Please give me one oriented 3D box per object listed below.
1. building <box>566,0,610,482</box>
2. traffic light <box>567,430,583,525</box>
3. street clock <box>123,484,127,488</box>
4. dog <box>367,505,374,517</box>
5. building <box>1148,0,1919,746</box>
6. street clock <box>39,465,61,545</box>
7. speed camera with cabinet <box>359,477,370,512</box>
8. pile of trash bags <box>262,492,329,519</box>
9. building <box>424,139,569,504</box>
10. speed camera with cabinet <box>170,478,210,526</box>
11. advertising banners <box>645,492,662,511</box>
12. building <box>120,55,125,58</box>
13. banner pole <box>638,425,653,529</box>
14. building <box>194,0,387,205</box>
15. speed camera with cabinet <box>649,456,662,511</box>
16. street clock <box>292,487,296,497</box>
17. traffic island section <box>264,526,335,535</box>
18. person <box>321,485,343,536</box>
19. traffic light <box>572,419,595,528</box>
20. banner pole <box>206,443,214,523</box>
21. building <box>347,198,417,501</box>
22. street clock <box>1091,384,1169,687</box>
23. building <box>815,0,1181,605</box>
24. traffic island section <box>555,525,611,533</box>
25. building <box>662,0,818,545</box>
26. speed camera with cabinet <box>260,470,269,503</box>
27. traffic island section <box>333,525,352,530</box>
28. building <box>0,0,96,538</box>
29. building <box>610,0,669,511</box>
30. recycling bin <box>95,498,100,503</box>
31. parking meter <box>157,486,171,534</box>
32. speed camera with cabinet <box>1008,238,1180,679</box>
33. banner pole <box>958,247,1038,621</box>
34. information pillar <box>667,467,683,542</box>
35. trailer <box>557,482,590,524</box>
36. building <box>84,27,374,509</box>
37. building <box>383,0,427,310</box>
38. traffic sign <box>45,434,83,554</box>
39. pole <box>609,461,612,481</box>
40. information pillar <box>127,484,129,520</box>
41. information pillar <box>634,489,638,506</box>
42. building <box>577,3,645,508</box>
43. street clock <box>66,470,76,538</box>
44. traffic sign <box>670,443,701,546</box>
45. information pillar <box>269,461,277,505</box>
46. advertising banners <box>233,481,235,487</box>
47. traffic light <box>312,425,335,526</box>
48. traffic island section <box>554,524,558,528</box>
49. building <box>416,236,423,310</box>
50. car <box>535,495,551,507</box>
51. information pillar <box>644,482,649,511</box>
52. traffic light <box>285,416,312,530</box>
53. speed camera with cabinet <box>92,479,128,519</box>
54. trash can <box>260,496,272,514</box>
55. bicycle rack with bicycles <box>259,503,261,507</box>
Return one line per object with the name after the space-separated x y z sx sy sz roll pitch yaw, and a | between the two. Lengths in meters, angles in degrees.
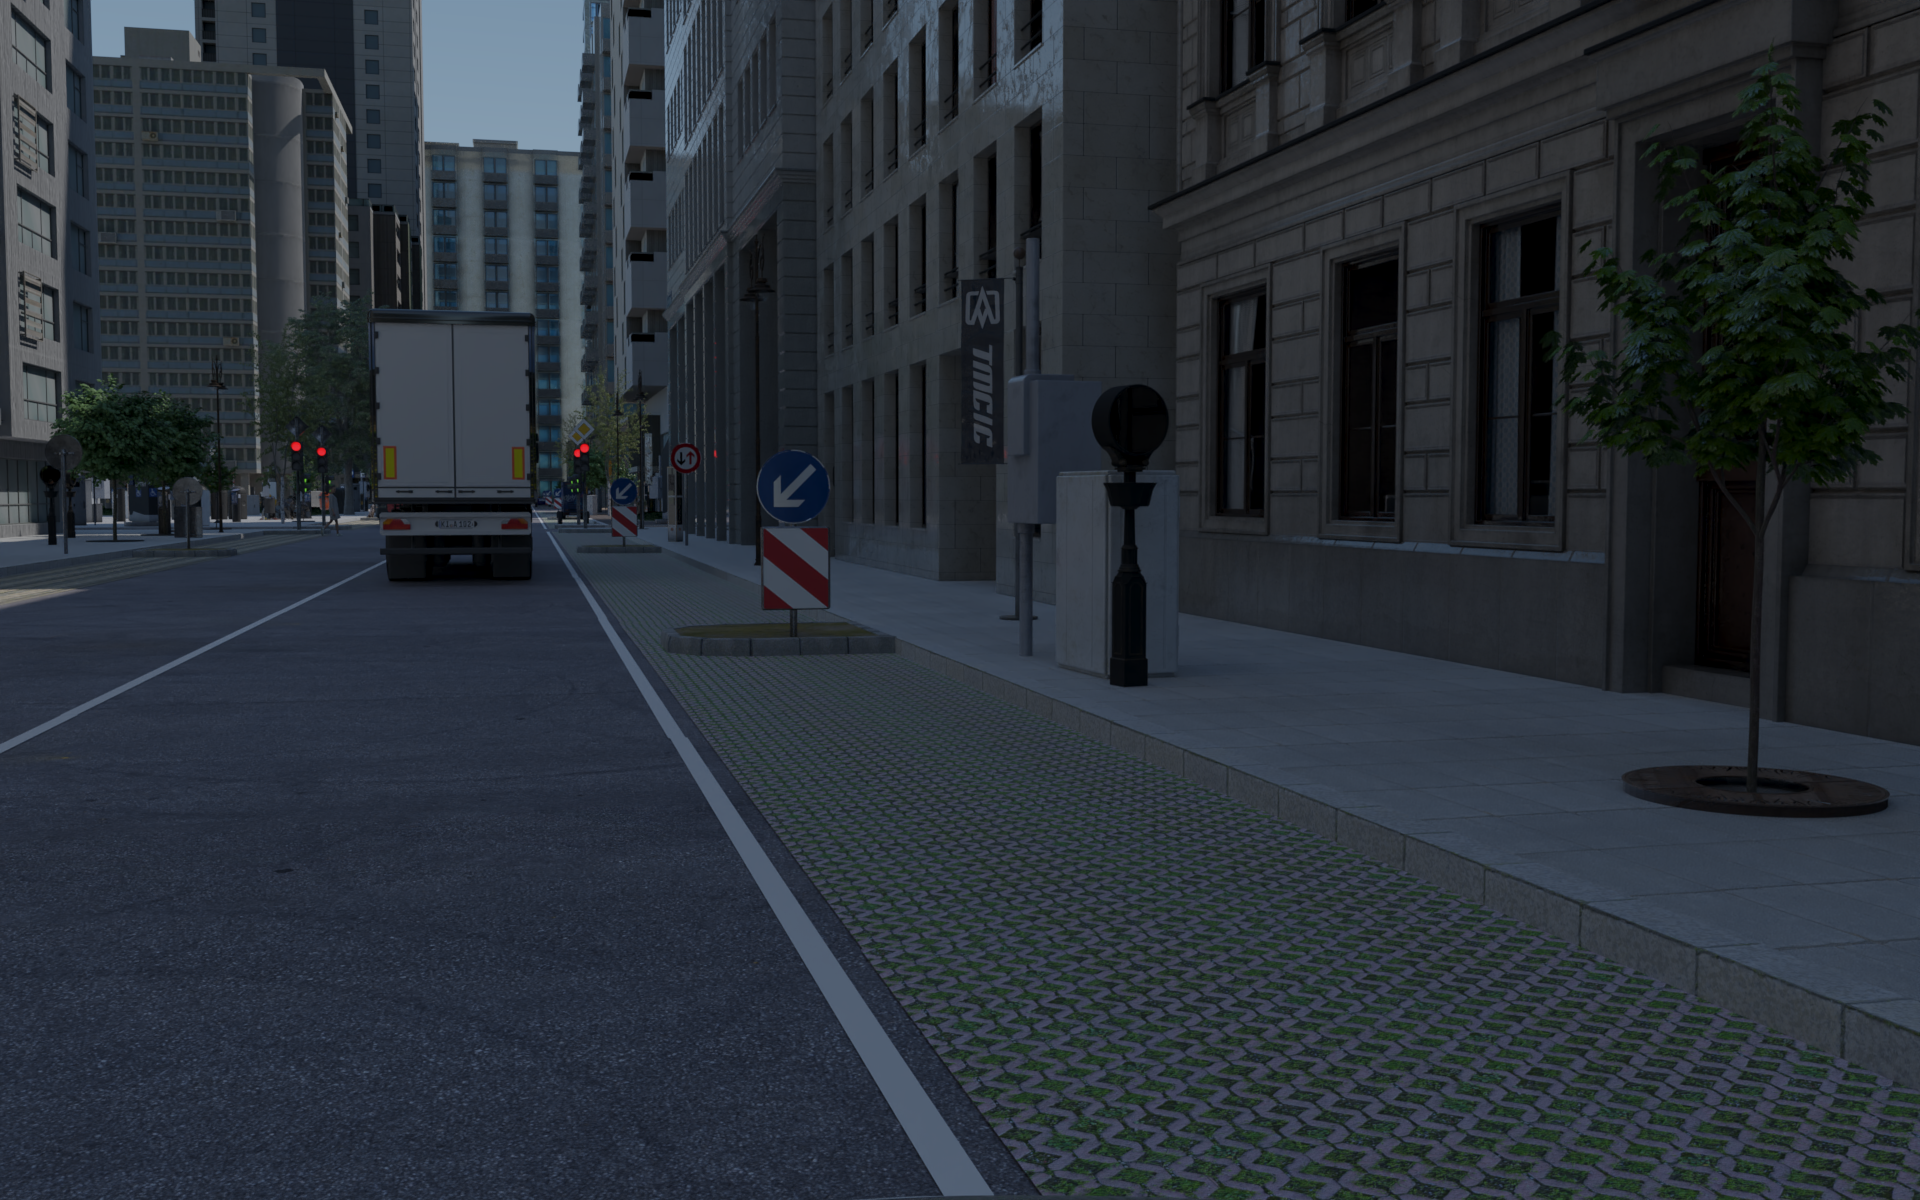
-35.232 -54.554 204.635 22.319 86.520 31.000 -1 4 -14 | building
-15.947 -5.096 72.240 0.839 4.253 0.868 -1 4 -14 | traffic light
-58.868 -7.204 122.354 0.358 2.002 0.471 1 4 20 | street clock
-33.366 -4.982 98.296 0.513 0.831 0.800 0 4 -5 | dog
9.006 -8.958 11.094 10.561 19.102 19.286 -1 4 -14 | building
-22.849 -2.384 43.549 0.471 2.002 0.358 -2 4 -24 | street clock
-43.448 -8.028 125.594 0.660 3.252 2.038 0 4 2 | speed camera with cabinet
-34.497 -4.930 90.349 1.912 1.369 3.447 3 5 43 | pile of trash bags
-63.181 -37.747 236.778 30.456 49.044 23.786 -1 4 -14 | building
-30.551 -4.544 68.627 0.660 3.252 2.038 0 4 6 | speed camera with cabinet
-15.793 -5.900 92.659 2.074 3.025 0.090 -1 4 -20 | advertising banners
-93.490 -34.986 195.714 21.600 48.544 21.300 -1 4 -14 | building
-11.395 -4.458 62.898 0.401 3.779 0.863 -3 5 -44 | banner pole
-87.417 -48.290 227.796 20.611 71.187 20.563 -1 4 -14 | building
-15.282 -5.834 89.716 0.660 3.252 2.038 2 4 25 | speed camera with cabinet
-52.689 -8.121 137.342 0.471 2.002 0.358 -1 4 -12 | street clock
-23.745 -2.440 62.170 2.009 0.180 2.903 -1 4 -14 | traffic island section
-21.376 -3.040 58.955 0.466 1.731 0.760 2 4 35 | person
-13.998 -4.622 64.496 0.839 4.253 0.868 -1 4 -14 | traffic light
-33.831 -5.397 78.250 0.401 3.779 0.863 1 4 12 | banner pole
-61.519 -24.382 170.340 14.160 30.474 14.107 -1 4 -14 | building
1.131 -0.427 11.552 0.471 2.002 0.358 -2 4 -26 | street clock
4.139 -10.625 28.466 10.420 20.320 16.860 -1 4 -14 | building
-13.956 -2.590 64.620 2.009 0.180 2.903 -1 4 -14 | traffic island section
-2.008 -16.707 50.649 11.434 29.767 29.804 -1 4 -14 | building
-52.841 -8.403 131.730 0.660 3.252 2.038 -2 4 -27 | speed camera with cabinet
-25.694 -2.913 69.914 2.009 0.180 2.903 -1 4 -14 | traffic island section
-34.795 -22.544 52.188 14.086 41.232 14.154 -1 4 -14 | building
-11.813 -33.069 129.909 28.713 52.752 27.495 -1 4 -14 | building
-64.879 -7.157 129.578 0.722 1.027 0.722 1 4 12 | recycling bin
-25.662 -2.902 55.855 0.372 1.533 0.369 0 3 0 | parking meter
0.959 -1.136 12.907 0.660 3.252 2.038 -1 4 -18 | speed camera with cabinet
0.384 -1.695 17.723 0.863 3.779 0.401 1 4 19 | banner pole
-7.655 -2.573 46.559 0.304 2.012 0.304 2 4 29 | information pillar
-18.293 -4.567 81.711 1.471 1.999 3.904 -1 4 -15 | trailer
-66.195 -27.974 149.255 32.217 40.220 23.993 -1 4 -14 | building
-73.241 -46.653 201.030 20.611 71.187 20.563 -1 4 -14 | building
-19.160 -2.259 37.045 0.768 2.556 0.104 0 4 -6 | traffic sign
-21.309 -6.832 105.548 0.158 3.312 0.155 0 3 0 | pole
-39.958 -4.836 83.557 0.304 2.012 0.304 -1 4 -13 | information pillar
-27.266 -8.641 145.774 0.304 2.012 0.304 -2 4 -25 | information pillar
-26.940 -33.996 175.449 23.786 49.044 30.456 -1 4 -14 | building
-25.961 -2.811 50.530 0.358 2.002 0.471 0 4 -7 | street clock
-6.805 -2.627 43.057 0.768 2.556 0.104 0 4 -6 | traffic sign
-46.739 -7.736 117.832 0.504 3.616 0.183 0 4 5 | information pillar
-57.480 -8.591 136.647 0.090 3.025 2.074 -2 4 -35 | advertising banners
-25.653 -4.946 69.789 0.839 4.253 0.868 -1 4 -14 | traffic light
-15.906 -3.063 72.364 2.009 0.180 2.903 -1 4 -14 | traffic island section
-64.833 -25.256 184.640 14.160 30.474 14.107 -1 4 -14 | building
-45.721 -10.841 189.826 1.945 1.354 3.894 -1 4 -14 | car
-19.046 -6.179 105.511 0.304 2.012 0.304 1 4 14 | information pillar
-23.703 -4.472 62.045 0.839 4.253 0.868 -1 4 -14 | traffic light
-44.090 -5.866 90.239 2.038 3.252 0.660 0 4 2 | speed camera with cabinet
-42.934 -5.845 107.225 0.748 1.137 0.748 0 3 0 | trash can
-51.498 -6.955 127.103 2.925 0.926 2.852 2 4 26 | bicycle rack with bicycles
